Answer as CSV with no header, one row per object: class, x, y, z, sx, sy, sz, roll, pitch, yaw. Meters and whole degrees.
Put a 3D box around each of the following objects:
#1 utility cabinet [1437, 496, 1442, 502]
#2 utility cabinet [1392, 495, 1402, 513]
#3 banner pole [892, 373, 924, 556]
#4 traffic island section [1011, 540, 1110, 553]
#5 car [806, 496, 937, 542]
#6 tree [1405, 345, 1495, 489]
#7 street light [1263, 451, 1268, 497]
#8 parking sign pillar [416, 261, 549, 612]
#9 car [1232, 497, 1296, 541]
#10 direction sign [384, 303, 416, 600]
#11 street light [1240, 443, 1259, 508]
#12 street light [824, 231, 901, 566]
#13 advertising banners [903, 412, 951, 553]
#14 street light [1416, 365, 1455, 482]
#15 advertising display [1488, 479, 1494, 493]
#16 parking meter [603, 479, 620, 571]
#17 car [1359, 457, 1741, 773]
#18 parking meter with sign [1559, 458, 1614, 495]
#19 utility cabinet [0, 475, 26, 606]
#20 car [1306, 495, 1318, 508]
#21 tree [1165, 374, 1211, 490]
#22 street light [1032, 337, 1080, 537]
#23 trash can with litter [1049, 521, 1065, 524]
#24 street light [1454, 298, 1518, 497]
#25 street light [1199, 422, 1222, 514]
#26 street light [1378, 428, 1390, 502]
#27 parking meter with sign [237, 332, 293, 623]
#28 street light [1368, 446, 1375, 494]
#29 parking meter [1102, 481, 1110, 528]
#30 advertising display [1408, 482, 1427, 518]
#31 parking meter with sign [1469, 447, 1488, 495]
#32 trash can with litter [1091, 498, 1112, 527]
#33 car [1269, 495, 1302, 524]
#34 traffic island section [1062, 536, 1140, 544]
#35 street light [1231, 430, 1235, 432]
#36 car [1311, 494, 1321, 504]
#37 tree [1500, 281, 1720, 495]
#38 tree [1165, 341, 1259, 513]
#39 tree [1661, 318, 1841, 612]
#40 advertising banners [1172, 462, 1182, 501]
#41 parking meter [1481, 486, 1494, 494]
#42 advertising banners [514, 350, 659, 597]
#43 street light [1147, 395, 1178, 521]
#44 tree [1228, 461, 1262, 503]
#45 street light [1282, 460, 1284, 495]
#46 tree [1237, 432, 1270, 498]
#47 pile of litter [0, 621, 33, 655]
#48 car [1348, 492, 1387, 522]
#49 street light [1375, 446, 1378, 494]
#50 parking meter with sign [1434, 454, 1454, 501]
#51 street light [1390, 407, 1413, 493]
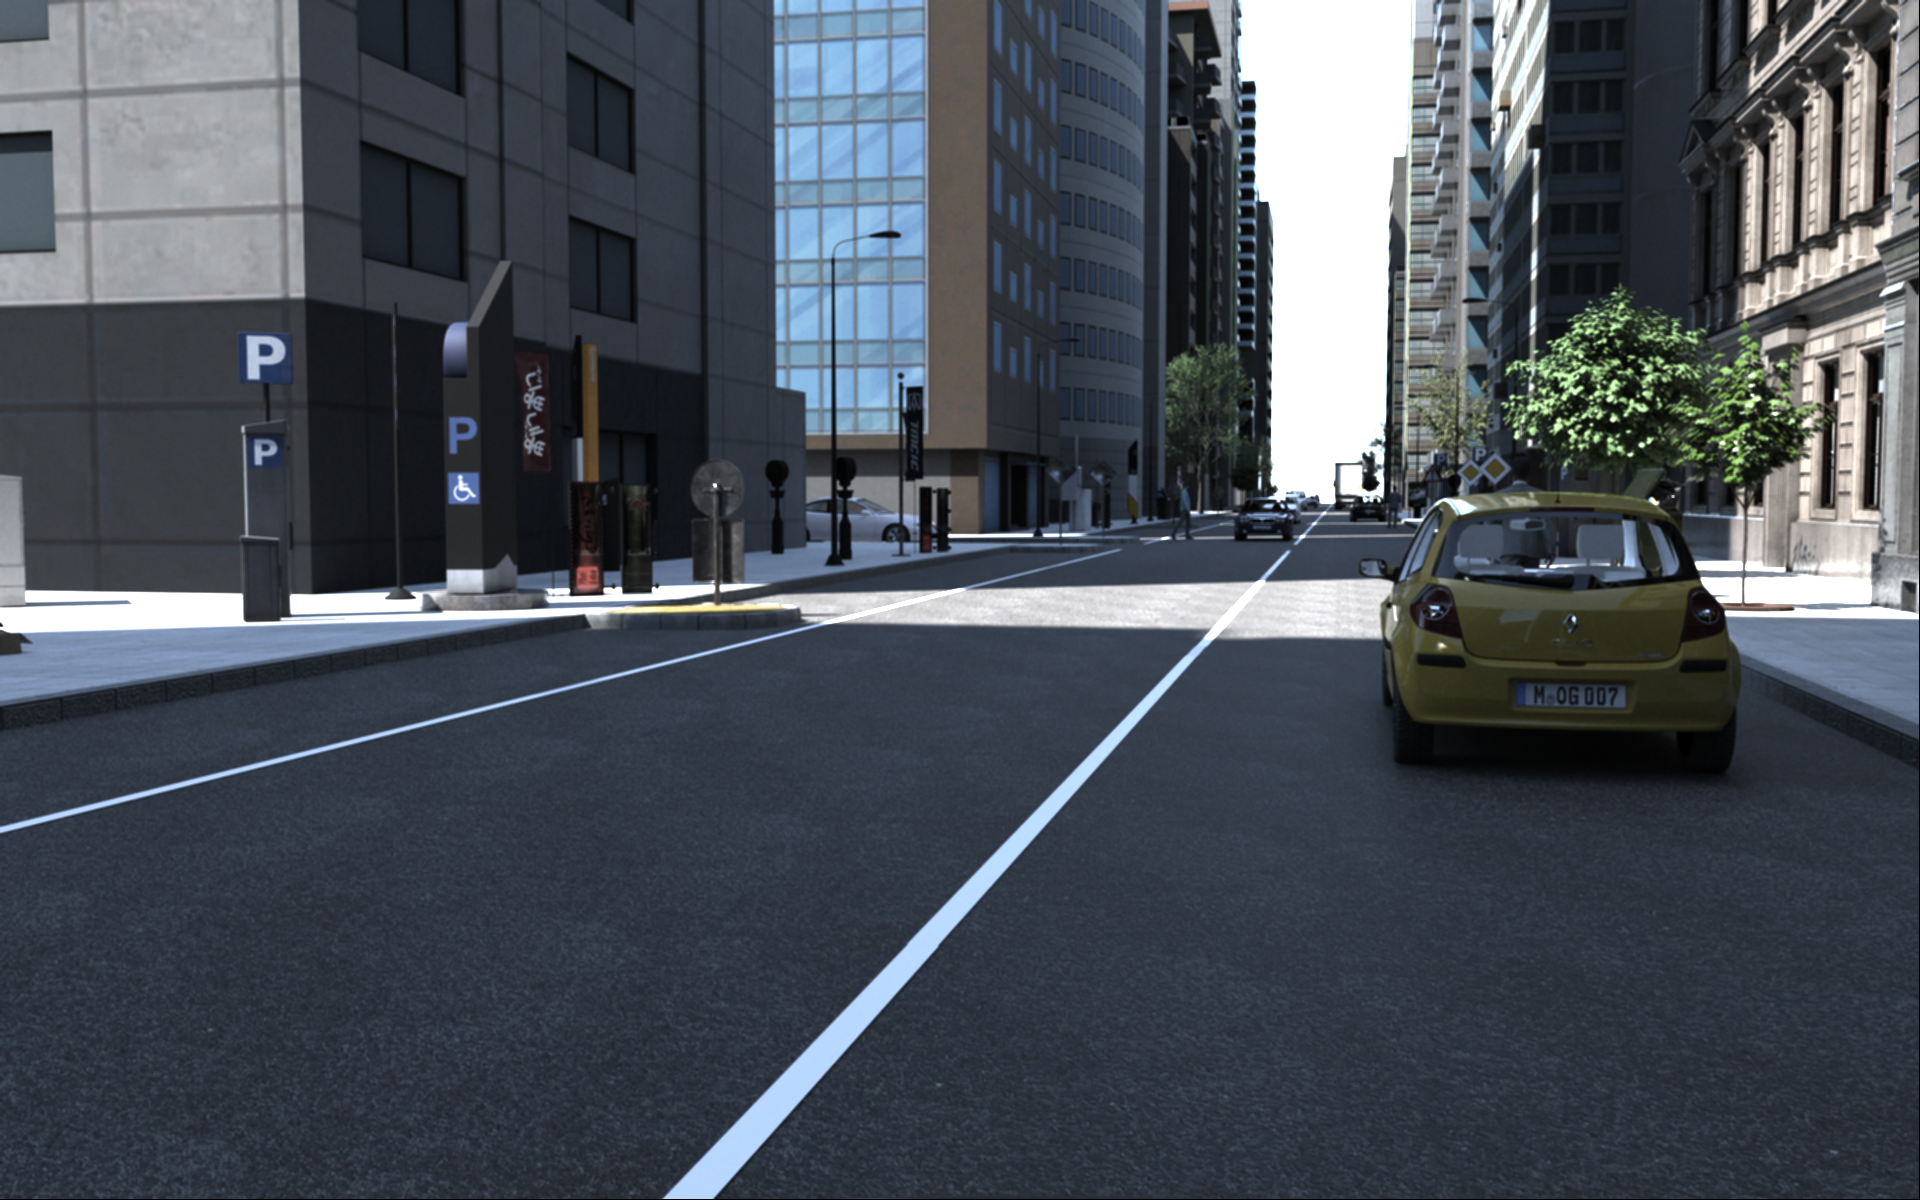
utility cabinet,22.179,-4.200,79.833,0.306,1.237,1.020,0,4,7
utility cabinet,30.320,-6.664,120.124,0.306,1.237,1.020,3,4,38
banner pole,-1.047,-2.790,35.641,0.863,3.779,0.401,3,5,42
traffic island section,2.510,-1.303,43.592,2.009,0.180,2.903,1,4,12
car,-2.950,-2.155,47.600,4.827,1.381,2.083,1,4,12
tree,24.475,-8.328,86.524,4.737,8.622,4.395,0,3,0
street light,32.543,-13.108,186.854,1.470,5.913,1.316,1,4,12
parking sign pillar,-5.388,-1.896,19.465,1.447,3.967,1.447,0,4,2
car,9.551,-2.552,54.311,1.945,1.354,3.894,1,4,12
direction sign,-6.820,-1.774,21.001,0.379,3.537,0.876,-1,4,-20
street light,26.012,-11.248,156.452,1.470,5.913,1.316,1,4,12
street light,-1.728,-3.564,30.818,1.470,5.913,1.316,1,4,12
advertising banners,-0.732,-2.545,37.804,0.090,3.025,2.074,2,4,29
street light,17.274,-5.483,62.186,1.470,5.913,1.316,1,4,12
advertising display,20.783,-3.822,67.703,0.123,1.923,0.974,0,4,5
parking meter,-5.854,-1.249,28.837,0.372,1.533,0.369,0,3,0
car,3.440,-0.013,10.441,2.015,1.641,3.980,1,4,12
parking meter with sign,12.551,-2.381,35.186,1.738,3.016,0.543,-1,4,-12
utility cabinet,-10.959,-0.692,19.985,0.318,1.500,1.173,-2,4,-29
car,36.770,-10.400,182.612,1.945,1.354,3.894,1,4,12
tree,13.427,-9.482,105.385,4.360,8.622,3.978,0,3,0
street light,2.866,-4.837,51.619,1.470,5.913,1.316,1,4,12
trash can with litter,3.853,-3.884,74.556,2.233,1.210,1.678,2,4,31
street light,12.568,-4.188,41.007,1.470,5.913,1.316,1,4,12
street light,16.134,-8.502,111.548,1.470,5.913,1.316,1,4,12
street light,30.517,-9.168,122.444,1.470,5.913,1.316,1,4,12
parking meter with sign,-7.236,-1.331,18.021,0.543,3.016,1.738,-1,4,-19
street light,40.128,-11.834,166.027,1.470,5.913,1.316,1,4,12
parking meter,5.473,-3.617,64.845,0.255,1.863,0.399,0,4,-5
advertising display,24.171,-5.277,91.496,0.974,1.923,0.123,2,4,33
parking meter with sign,19.379,-4.203,64.986,0.543,3.016,1.738,1,4,8
trash can with litter,5.424,-3.468,68.086,1.055,1.170,0.624,-1,4,-19
car,15.663,-4.427,84.388,2.014,1.417,4.499,1,4,14
traffic island section,4.229,-1.780,51.390,2.009,0.180,2.903,1,4,12
street light,19.280,-9.400,126.228,1.470,5.913,1.316,1,4,12
car,53.967,-15.383,263.506,2.014,1.417,4.499,1,4,12
tree,10.229,-2.630,26.717,4.285,4.588,4.351,0,3,0
tree,16.503,-11.767,118.149,9.928,11.665,9.643,0,3,0
tree,8.631,-1.511,19.307,1.663,3.219,1.824,0,3,0
advertising banners,11.288,-5.904,92.725,0.090,3.025,2.074,3,5,42
parking meter,16.033,-2.710,52.715,0.372,1.533,0.369,0,3,0
advertising banners,-4.682,-1.564,21.765,2.074,3.025,0.090,-3,5,-45
street light,9.529,-6.669,81.577,1.470,5.913,1.316,1,4,12
tree,27.935,-11.371,169.636,4.285,4.588,4.351,0,3,0
street light,43.744,-16.203,237.463,1.470,5.913,1.316,1,4,12
tree,33.555,-15.212,199.078,4.737,8.622,4.395,0,3,0
pile of litter,-8.086,0.003,13.921,1.176,0.858,1.719,0,4,-5
car,21.244,-4.919,90.207,2.009,1.686,4.222,1,4,10
street light,33.421,-9.974,135.623,1.470,5.913,1.316,1,4,12
parking meter with sign,20.820,-4.738,73.732,0.543,3.016,1.738,-1,4,-10
street light,23.871,-7.336,92.482,1.470,5.913,1.316,1,4,12
